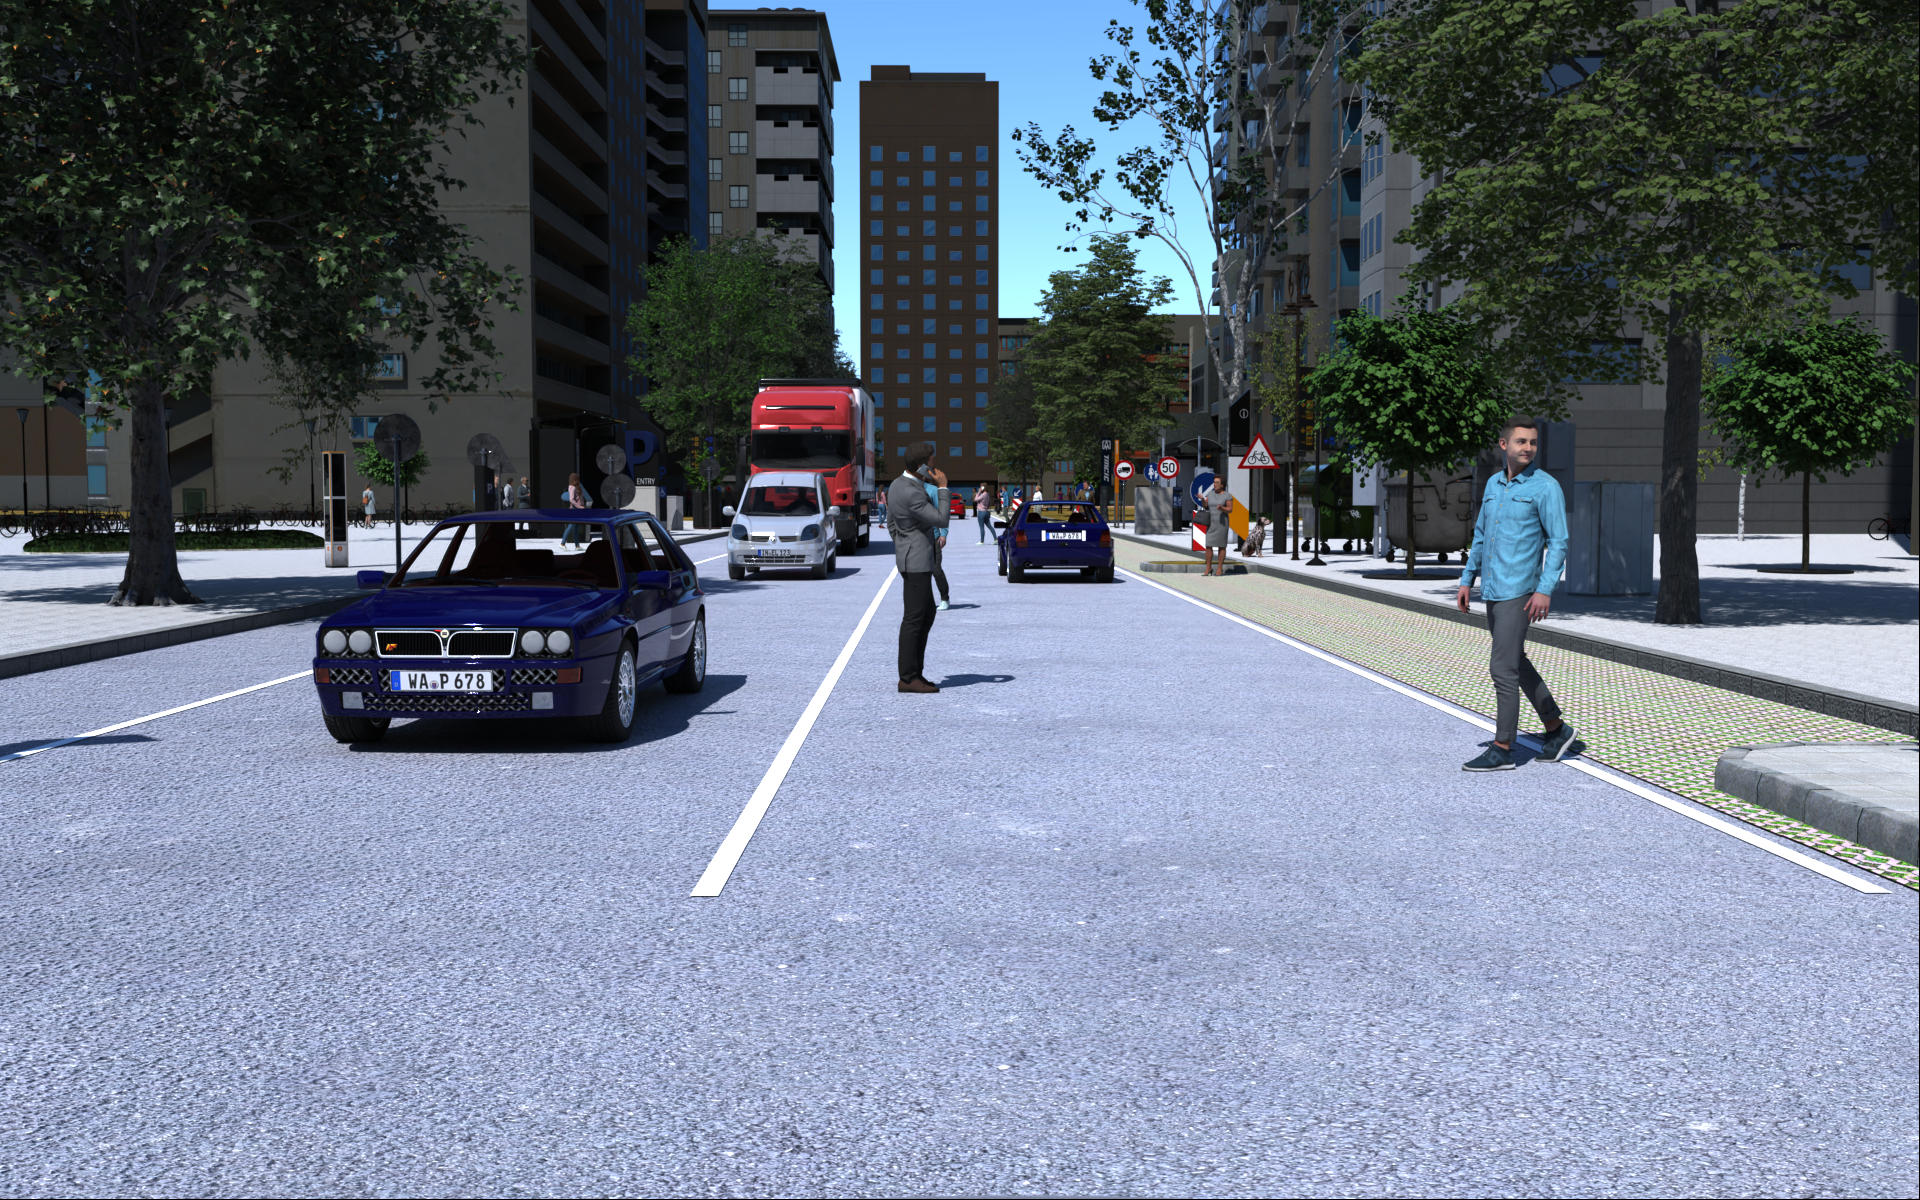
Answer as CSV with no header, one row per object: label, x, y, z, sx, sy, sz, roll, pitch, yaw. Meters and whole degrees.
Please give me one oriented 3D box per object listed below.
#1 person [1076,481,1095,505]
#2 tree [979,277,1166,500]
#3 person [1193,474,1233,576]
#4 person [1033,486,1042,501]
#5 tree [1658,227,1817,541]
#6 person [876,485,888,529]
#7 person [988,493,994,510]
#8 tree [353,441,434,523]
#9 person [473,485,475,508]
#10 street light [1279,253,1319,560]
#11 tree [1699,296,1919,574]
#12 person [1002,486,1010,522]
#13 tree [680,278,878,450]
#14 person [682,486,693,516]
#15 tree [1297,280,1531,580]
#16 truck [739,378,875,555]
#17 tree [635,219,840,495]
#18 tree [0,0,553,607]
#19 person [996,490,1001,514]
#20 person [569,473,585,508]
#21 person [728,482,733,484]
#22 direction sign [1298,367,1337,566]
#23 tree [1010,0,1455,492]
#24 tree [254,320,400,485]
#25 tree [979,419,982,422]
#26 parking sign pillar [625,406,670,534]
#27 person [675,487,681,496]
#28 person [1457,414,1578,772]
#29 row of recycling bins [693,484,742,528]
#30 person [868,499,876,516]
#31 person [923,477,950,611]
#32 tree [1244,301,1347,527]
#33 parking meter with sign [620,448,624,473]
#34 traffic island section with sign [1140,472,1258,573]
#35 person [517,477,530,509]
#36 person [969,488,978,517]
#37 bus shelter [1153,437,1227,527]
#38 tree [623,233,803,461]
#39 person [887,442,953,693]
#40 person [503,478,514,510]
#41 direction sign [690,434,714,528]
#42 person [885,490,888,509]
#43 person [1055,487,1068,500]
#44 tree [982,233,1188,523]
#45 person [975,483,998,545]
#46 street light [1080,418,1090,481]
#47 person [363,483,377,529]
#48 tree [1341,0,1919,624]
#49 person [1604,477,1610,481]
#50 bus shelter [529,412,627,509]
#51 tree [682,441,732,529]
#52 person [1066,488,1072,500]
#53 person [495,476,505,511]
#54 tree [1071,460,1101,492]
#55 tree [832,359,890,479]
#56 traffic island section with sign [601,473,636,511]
person,3.755,-2.694,52.459,0.836,1.842,0.656,3,5,41
tree,6.566,-11.455,97.652,12.009,13.543,11.850,0,3,0
person,4.344,-1.292,29.989,0.716,1.782,0.532,2,4,33
person,3.412,-4.048,74.906,0.641,1.798,0.478,-2,4,-24
tree,21.366,-5.928,47.290,4.737,8.622,4.395,0,3,0
person,-3.227,-3.887,72.065,0.555,1.821,0.388,2,4,30
person,2.474,-9.171,158.586,1.348,1.807,0.705,2,4,24
tree,-25.509,-5.786,78.321,4.285,4.588,4.351,0,3,0
person,-22.426,-4.536,80.550,0.444,1.785,0.601,2,4,34
street light,6.507,-3.708,33.419,0.468,5.910,1.993,0,4,-1
tree,13.862,-2.729,28.335,4.285,4.588,4.351,0,3,0
person,2.010,-3.979,73.894,0.444,1.785,0.601,1,4,18
tree,-10.077,-11.329,95.605,12.009,13.543,11.850,0,3,0
person,-15.967,-5.808,101.725,1.217,1.743,0.721,1,4,12
tree,6.864,-2.609,26.376,4.285,4.588,4.351,0,3,0
truck,-3.637,-3.375,44.096,2.839,4.237,11.283,0,4,0
tree,-10.408,-10.658,80.906,9.857,13.997,8.962,0,3,0
tree,-9.539,-6.295,19.939,9.611,12.733,9.660,0,3,0
person,2.923,-7.179,126.602,0.721,1.743,1.217,0,4,4
person,-8.729,-1.979,38.997,0.643,1.750,0.593,-1,4,-16
person,-9.746,-4.099,73.414,0.721,1.781,0.623,1,4,12
direction sign,6.414,-2.390,31.074,0.876,3.537,0.379,-2,4,-29
tree,7.795,-11.725,47.590,12.611,20.169,13.585,0,3,0
tree,-16.790,-5.842,45.886,4.360,8.622,3.978,0,3,0
tree,5.478,-14.030,147.512,7.486,12.596,7.792,0,3,0
parking sign pillar,-9.620,-3.947,52.998,1.447,3.967,1.447,2,4,28
person,-17.297,-6.128,106.950,0.721,1.743,1.217,-1,4,-20
person,2.961,-0.041,9.030,0.748,1.841,0.638,-1,4,-11
row of recycling bins,-9.479,-3.690,67.449,1.069,1.692,3.534,1,4,15
person,-5.618,-6.238,111.435,0.436,1.711,0.756,-2,4,-30
person,-0.385,-0.781,21.287,0.660,1.820,0.620,2,4,29
tree,12.985,-7.102,66.475,4.737,8.622,4.395,0,3,0
parking meter with sign,-12.065,-4.246,65.691,1.738,3.016,0.543,1,4,10
traffic island section with sign,4.380,-1.436,32.104,1.989,1.847,2.006,0,4,-1
person,-13.345,-2.889,53.454,0.590,1.801,0.661,2,4,23
person,0.901,-6.060,107.595,0.705,1.823,1.348,-2,4,-24
bus shelter,8.540,-4.323,64.605,2.014,3.302,5.546,0,4,-1
tree,-9.966,-8.818,69.937,9.928,11.665,9.643,0,3,0
person,-0.294,-0.236,12.536,0.473,1.802,0.592,0,4,-2
person,-15.480,-3.254,59.096,0.795,1.843,0.661,0,4,-7
direction sign,-9.707,-4.481,65.255,0.876,3.537,0.379,0,4,4
person,-5.511,-7.480,131.347,0.990,1.755,0.434,3,4,38
person,6.663,-6.552,113.849,1.217,1.739,0.721,-3,5,-45
tree,6.251,-9.626,75.513,7.486,12.596,7.792,0,3,0
person,0.753,-2.415,48.580,0.643,1.750,0.593,2,4,25
street light,5.894,-6.677,81.952,0.468,5.910,1.993,0,4,-1
person,-21.565,-3.434,63.187,0.512,1.701,0.522,1,4,17
tree,7.288,-6.015,16.465,7.486,12.596,7.792,0,3,0
person,20.321,-2.962,54.591,0.709,1.813,0.853,1,4,22
bus shelter,-11.525,-3.755,52.676,1.731,3.624,6.357,0,4,-1
tree,-9.409,-4.214,63.502,1.663,3.219,1.824,0,3,0
person,8.534,-7.929,136.214,0.750,1.759,0.617,2,4,26
person,-12.407,-2.427,46.142,0.534,1.772,0.576,3,4,38
tree,6.226,-5.792,89.303,1.663,3.219,1.824,0,3,0
tree,-10.618,-13.913,144.486,9.611,12.733,9.660,0,3,0
traffic island section with sign,-6.342,-1.429,31.992,1.989,1.847,2.006,0,4,-1
